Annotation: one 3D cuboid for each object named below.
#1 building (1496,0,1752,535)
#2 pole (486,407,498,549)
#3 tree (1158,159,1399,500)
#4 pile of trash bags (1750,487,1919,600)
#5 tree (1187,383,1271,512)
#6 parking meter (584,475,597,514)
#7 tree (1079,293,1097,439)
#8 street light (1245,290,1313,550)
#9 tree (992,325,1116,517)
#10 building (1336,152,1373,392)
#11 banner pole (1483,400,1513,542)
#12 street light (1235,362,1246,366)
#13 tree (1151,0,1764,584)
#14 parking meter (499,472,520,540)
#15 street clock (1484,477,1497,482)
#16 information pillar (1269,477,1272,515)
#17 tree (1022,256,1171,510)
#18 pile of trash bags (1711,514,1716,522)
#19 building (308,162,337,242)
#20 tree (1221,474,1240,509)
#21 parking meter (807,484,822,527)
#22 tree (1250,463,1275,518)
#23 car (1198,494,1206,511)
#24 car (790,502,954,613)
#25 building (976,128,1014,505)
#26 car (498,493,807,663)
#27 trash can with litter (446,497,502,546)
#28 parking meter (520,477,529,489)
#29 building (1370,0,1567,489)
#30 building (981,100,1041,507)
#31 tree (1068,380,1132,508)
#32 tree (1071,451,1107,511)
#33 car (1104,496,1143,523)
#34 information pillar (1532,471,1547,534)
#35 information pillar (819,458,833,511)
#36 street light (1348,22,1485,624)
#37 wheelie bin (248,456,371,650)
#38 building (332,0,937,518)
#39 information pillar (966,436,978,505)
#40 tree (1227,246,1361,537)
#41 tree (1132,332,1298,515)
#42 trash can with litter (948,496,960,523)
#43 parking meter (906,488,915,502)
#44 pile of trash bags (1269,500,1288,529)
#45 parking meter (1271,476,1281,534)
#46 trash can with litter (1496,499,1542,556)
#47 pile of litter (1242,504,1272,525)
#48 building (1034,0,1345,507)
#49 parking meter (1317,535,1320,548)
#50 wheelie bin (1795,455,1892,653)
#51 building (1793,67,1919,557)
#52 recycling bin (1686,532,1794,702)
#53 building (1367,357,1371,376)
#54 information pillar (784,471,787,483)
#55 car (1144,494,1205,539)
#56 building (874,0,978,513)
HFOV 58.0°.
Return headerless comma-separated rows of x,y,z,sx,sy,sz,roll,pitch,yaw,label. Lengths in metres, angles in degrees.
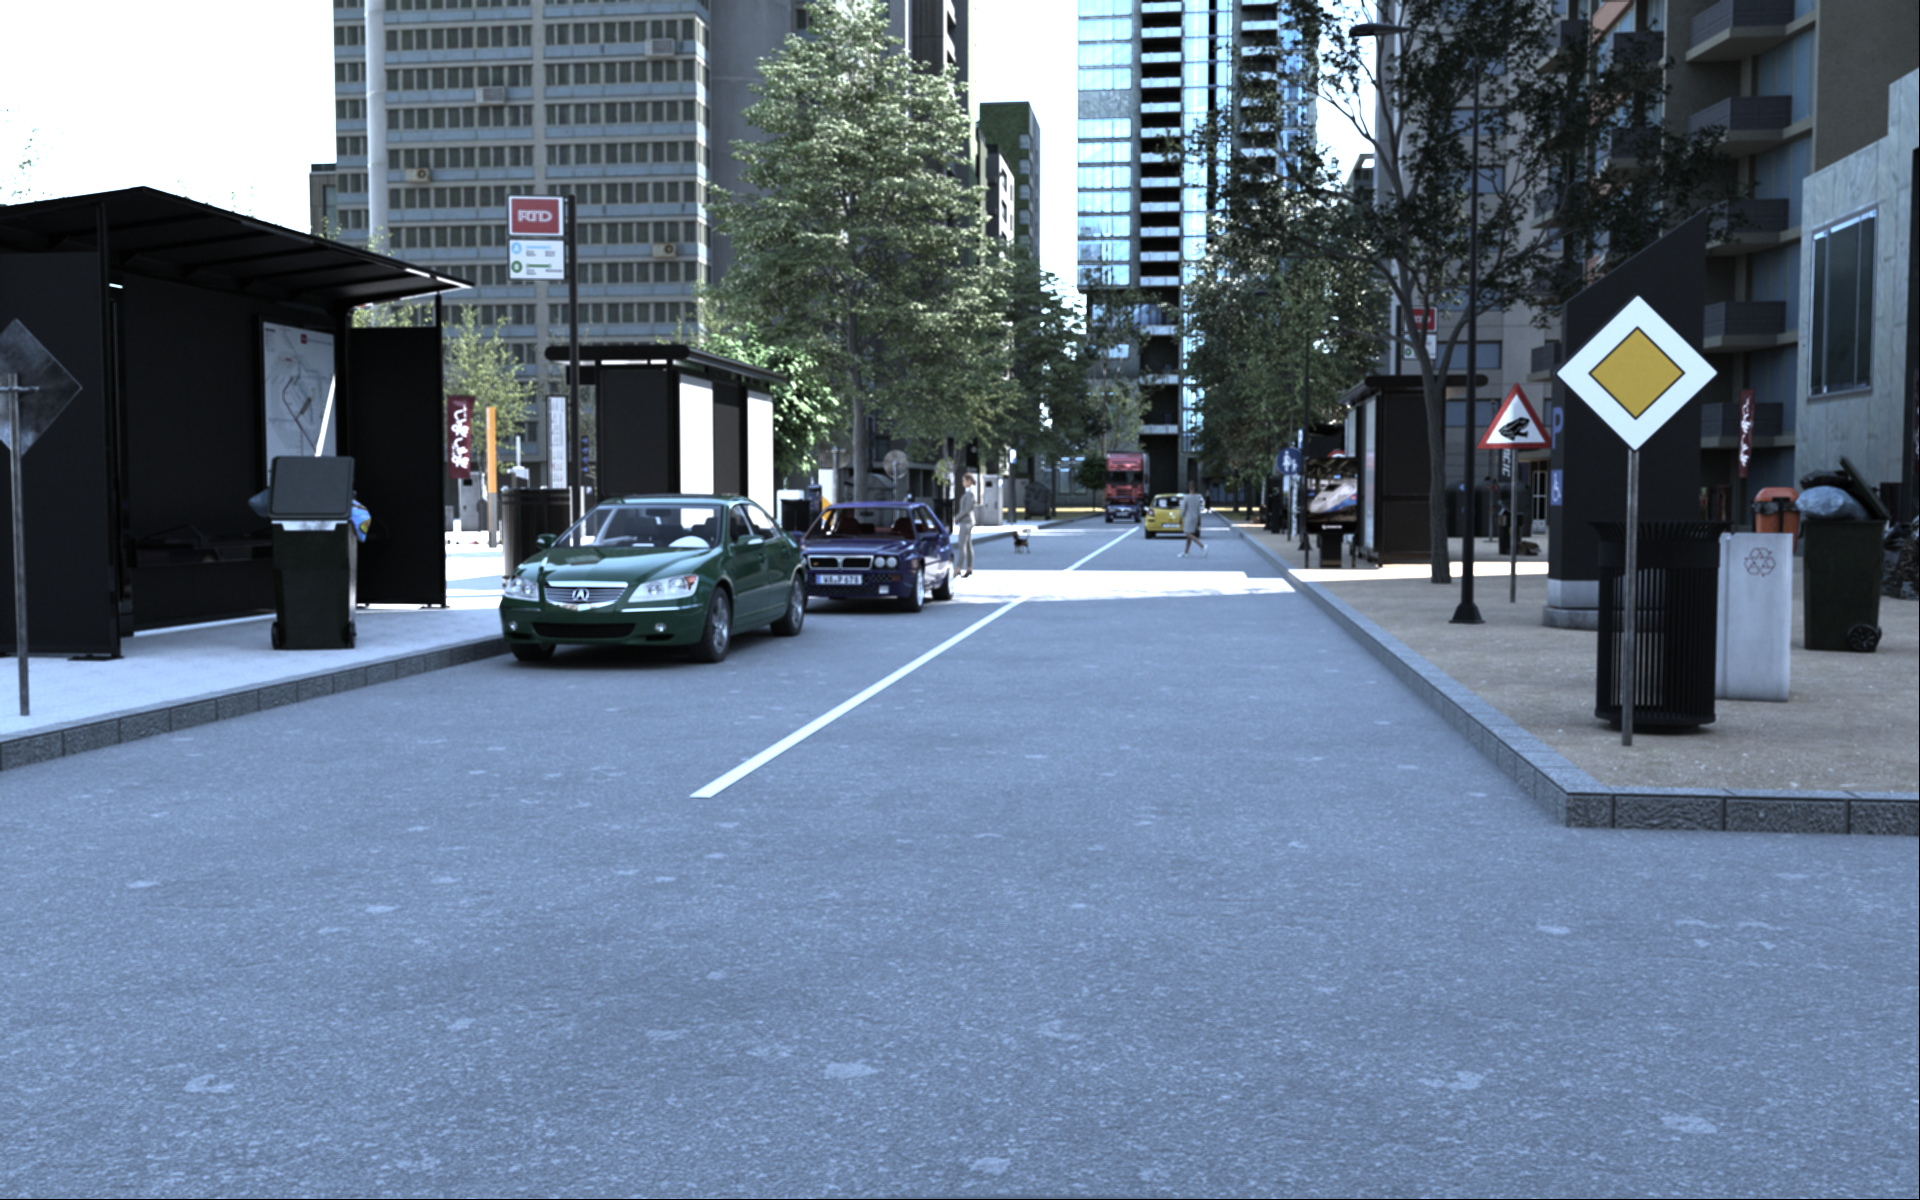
32.642,-24.823,60.478,22.147,44.769,28.867,0,4,8,building
-10.986,-2.862,40.640,0.158,3.312,0.155,0,3,0,pole
12.597,-9.862,67.896,9.857,13.997,8.962,0,3,0,tree
11.751,-0.728,21.658,3.447,1.369,1.912,1,4,15,pile of trash bags
19.967,-12.515,122.747,7.486,12.596,7.792,0,3,0,tree
-11.068,-2.838,52.114,0.399,1.863,0.255,2,4,24,parking meter
2.584,-9.704,76.794,7.486,12.596,7.792,0,3,0,tree
7.368,-4.099,39.555,1.470,5.913,1.316,0,4,8,street light
4.911,-9.858,95.585,7.601,10.594,8.767,-3,4,-38,tree
53.326,-30.232,186.174,23.993,40.220,32.217,0,4,8,building
14.388,-3.430,46.100,0.863,3.779,0.401,0,4,-3,banner pole
10.345,-5.420,61.164,1.470,5.913,1.316,0,4,8,street light
6.984,-5.536,24.923,8.767,10.594,7.601,0,4,7,tree
-12.173,-2.503,46.630,0.399,1.863,0.255,1,4,20,parking meter
21.871,-4.094,71.503,0.471,2.002,0.358,2,4,31,street clock
13.454,-4.310,74.961,0.304,2.012,0.304,0,4,0,information pillar
10.849,-17.411,140.555,12.611,20.169,13.585,0,3,0,tree
14.188,-1.496,34.219,1.912,1.369,3.447,2,4,32,pile of trash bags
-47.332,-23.312,152.852,14.107,30.474,14.160,0,4,8,building
23.135,-9.434,148.849,1.663,3.219,1.824,0,3,0,tree
-3.596,-2.105,42.822,0.372,1.533,0.369,0,3,0,parking meter
16.267,-5.984,92.437,1.663,3.219,1.824,0,3,0,tree
19.799,-8.223,146.452,2.014,1.417,4.499,0,4,8,car
-1.142,-0.593,22.272,1.945,1.354,3.894,1,4,8,car
-2.735,-22.939,146.759,14.107,30.474,14.160,0,4,8,building
-2.720,-0.274,16.286,2.131,1.459,4.920,0,4,8,car
-12.275,-2.005,43.847,2.233,1.210,1.678,0,4,0,trash can with litter
-14.651,-3.200,58.025,0.399,1.863,0.255,-2,4,-32,parking meter
35.207,-34.238,101.783,21.231,58.520,28.212,0,4,8,building
1.173,-30.622,184.263,14.086,41.232,14.154,0,4,8,building
13.151,-14.107,156.410,9.928,11.665,9.643,0,3,0,tree
10.009,-8.849,128.398,4.285,4.588,4.351,0,3,0,tree
8.262,-4.576,87.400,1.945,1.354,3.894,0,4,8,car
18.631,-3.131,55.688,0.304,2.012,0.304,-1,4,-13,information pillar
-4.525,-4.112,58.579,0.504,3.616,0.183,-2,4,-33,information pillar
4.520,-2.730,17.171,1.470,5.913,1.316,0,4,8,street light
-5.410,-0.401,14.459,0.980,1.594,0.693,-1,4,-12,wheelie bin
-18.059,-24.907,99.105,32.217,40.220,23.993,0,4,8,building
0.485,-4.796,69.766,0.504,3.616,0.183,-1,4,-8,information pillar
10.105,-6.232,52.262,4.737,8.622,4.395,0,3,0,tree
17.448,-10.963,105.005,9.928,11.665,9.643,0,3,0,tree
-0.286,-3.981,76.145,1.678,1.210,2.233,-2,4,-30,trash can with litter
-2.144,-4.077,75.064,0.372,1.533,0.369,0,3,0,parking meter
12.551,-3.330,64.198,1.912,1.369,3.447,1,4,20,pile of trash bags
10.265,-3.092,56.266,0.255,1.863,0.399,1,4,14,parking meter
11.799,-1.533,36.457,0.624,1.170,1.055,-2,4,-28,trash can with litter
12.704,-3.609,72.978,1.719,0.858,1.176,0,4,7,pile of litter
24.396,-53.229,182.971,31.000,86.520,22.319,0,4,8,building
8.714,-2.170,41.186,0.399,1.863,0.255,2,4,27,parking meter
7.273,-0.390,14.283,0.693,1.594,0.980,2,4,30,wheelie bin
29.727,-43.334,21.177,31.000,86.520,22.319,0,4,8,building
4.918,0.090,11.086,0.722,1.027,0.722,2,4,26,recycling bin
40.558,-50.017,130.453,22.319,86.520,31.000,0,4,8,building
-8.495,-5.686,84.321,0.183,3.616,0.504,-1,4,-13,information pillar
6.987,-2.841,56.682,2.015,1.641,3.980,1,4,9,car
-6.621,-26.507,116.978,14.154,41.232,14.086,0,4,8,building
